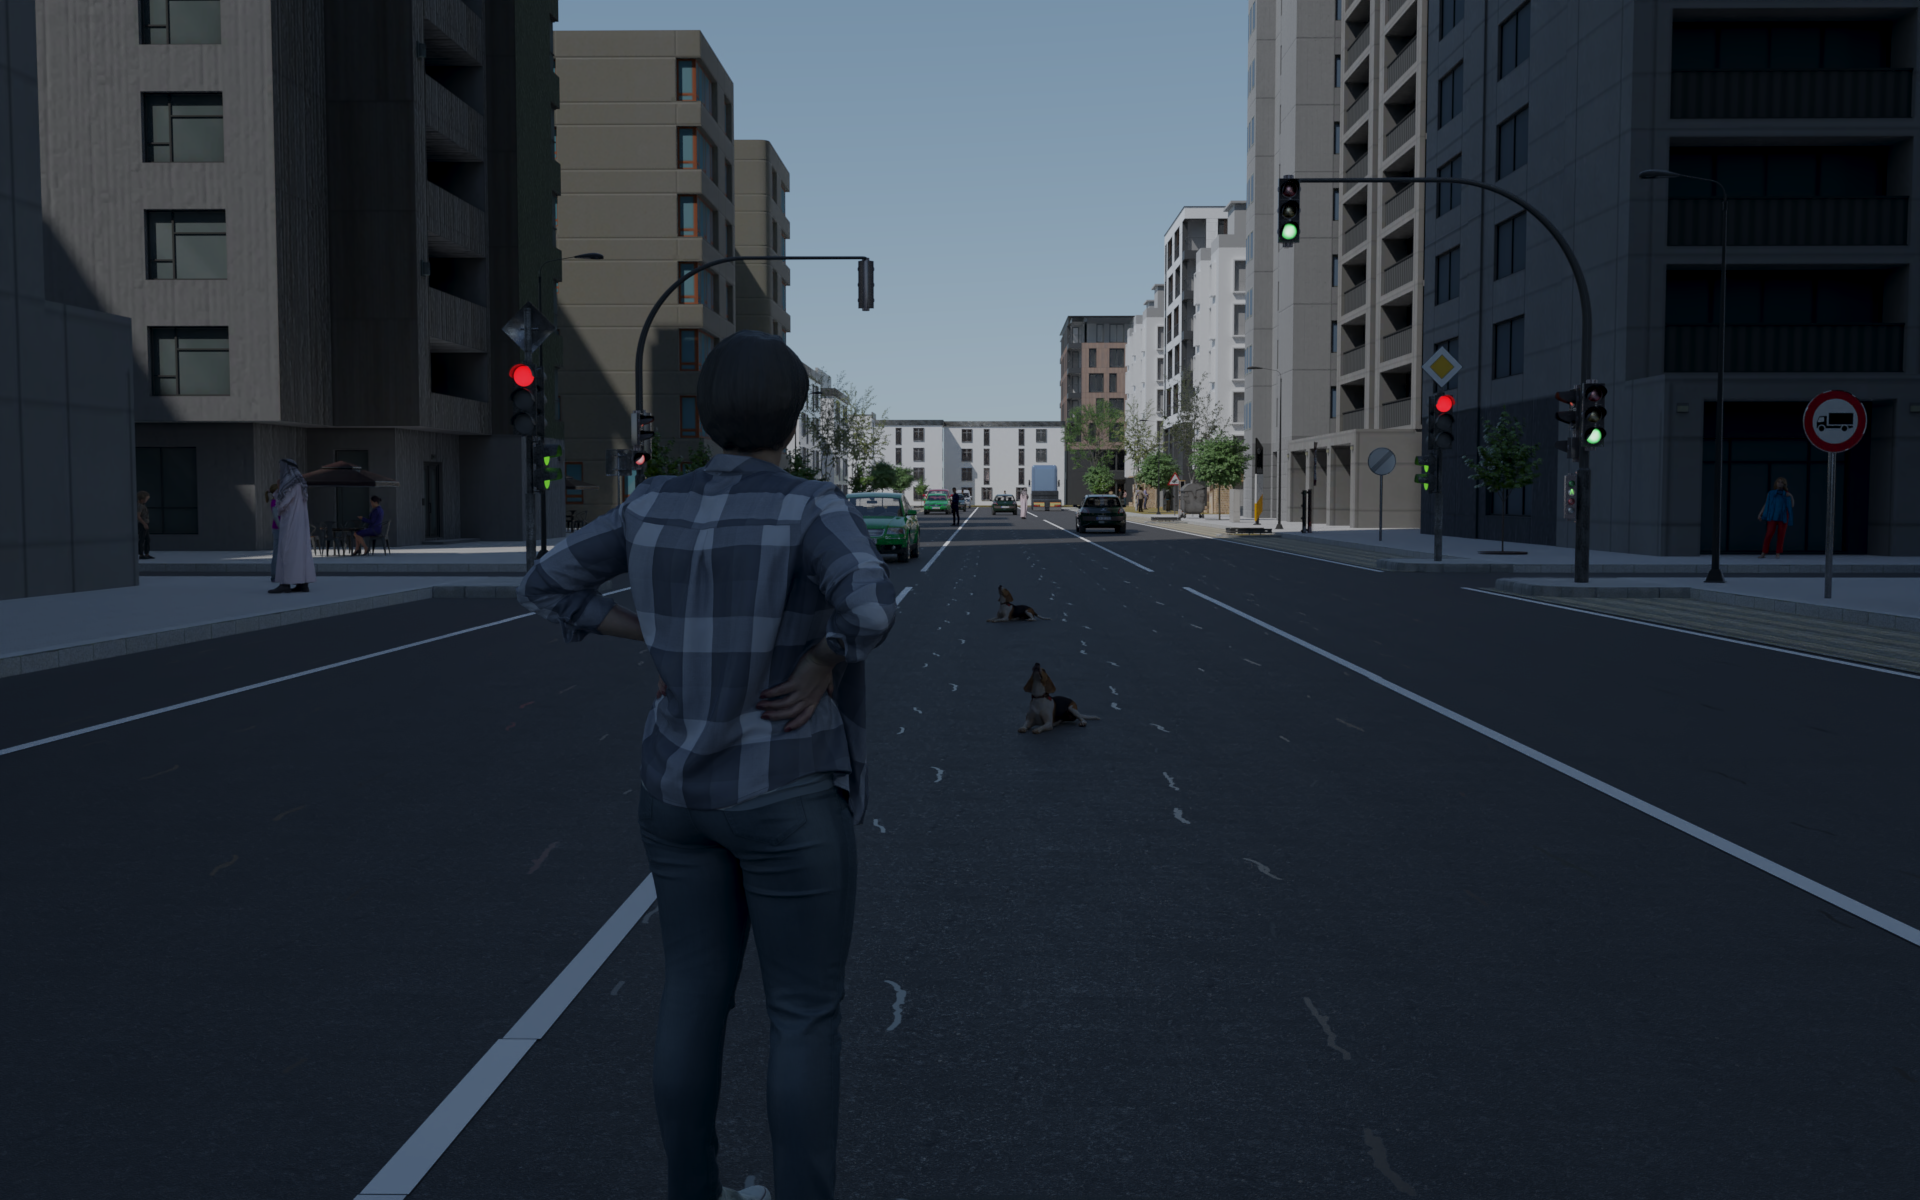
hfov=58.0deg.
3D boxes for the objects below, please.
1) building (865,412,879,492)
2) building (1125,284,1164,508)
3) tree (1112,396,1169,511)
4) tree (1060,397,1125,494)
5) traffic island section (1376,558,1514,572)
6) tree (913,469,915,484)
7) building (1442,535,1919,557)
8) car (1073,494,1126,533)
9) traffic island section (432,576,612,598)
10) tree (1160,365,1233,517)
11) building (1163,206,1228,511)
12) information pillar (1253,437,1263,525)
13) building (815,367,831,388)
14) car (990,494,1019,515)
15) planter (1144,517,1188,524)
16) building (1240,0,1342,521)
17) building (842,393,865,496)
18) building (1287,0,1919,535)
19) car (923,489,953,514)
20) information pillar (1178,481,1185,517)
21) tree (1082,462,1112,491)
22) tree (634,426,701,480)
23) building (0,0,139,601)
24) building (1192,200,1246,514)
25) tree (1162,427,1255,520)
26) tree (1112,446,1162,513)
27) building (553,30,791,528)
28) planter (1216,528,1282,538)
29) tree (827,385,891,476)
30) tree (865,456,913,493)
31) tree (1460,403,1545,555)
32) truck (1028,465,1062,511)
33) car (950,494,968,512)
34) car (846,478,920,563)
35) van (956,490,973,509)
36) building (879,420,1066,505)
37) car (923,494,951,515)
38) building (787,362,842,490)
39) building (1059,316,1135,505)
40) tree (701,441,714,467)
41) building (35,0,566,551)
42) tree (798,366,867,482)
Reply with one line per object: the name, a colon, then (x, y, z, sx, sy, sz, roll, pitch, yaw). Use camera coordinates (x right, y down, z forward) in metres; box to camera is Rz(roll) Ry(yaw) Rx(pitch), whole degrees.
building: (-22.910, -14.417, 177.872, 28.070, 9.664, 9.099, 0, 4, 1)
building: (24.163, -18.653, 161.392, 16.016, 20.091, 11.380, 0, 4, 1)
tree: (13.617, -11.060, 131.201, 4.737, 8.622, 4.395, 0, 3, 0)
tree: (14.329, -15.872, 185.264, 9.928, 11.665, 9.643, 0, 3, 0)
traffic island section: (9.157, -0.662, 33.105, 2.009, 0.180, 2.903, 0, 4, 1)
tree: (-6.132, -11.849, 177.447, 4.285, 4.588, 4.351, 0, 3, 0)
building: (24.856, -37.011, 43.387, 20.611, 71.187, 20.563, 0, 4, 1)
car: (5.218, -3.338, 64.364, 2.009, 1.686, 4.222, 0, 4, 1)
traffic island section: (-6.298, -0.190, 25.386, 2.009, 0.180, 2.903, 0, 4, 1)
tree: (13.209, -9.023, 97.885, 4.360, 8.622, 3.978, 0, 3, 0)
building: (30.080, -18.056, 139.182, 27.936, 21.610, 32.646, 0, 4, 1)
information pillar: (12.402, -4.926, 71.900, 0.183, 3.616, 0.504, 3, 5, 43)
building: (-31.606, -20.642, 203.957, 31.486, 18.905, 16.747, 0, 4, 1)
car: (3.046, -6.679, 118.994, 2.009, 1.686, 4.222, 0, 3, 0)
planter: (10.027, -3.887, 84.700, 1.991, 0.319, 1.994, 0, 4, 1)
building: (26.025, -33.646, 92.109, 21.231, 58.520, 28.212, 0, 4, 1)
building: (-14.138, -12.780, 151.106, 9.099, 9.664, 28.070, 0, 4, 1)
building: (25.115, -38.478, 67.368, 20.563, 71.187, 20.611, 0, 4, 1)
car: (-1.581, -7.283, 127.758, 2.281, 1.827, 5.304, 0, 4, 1)
information pillar: (12.016, -5.465, 93.842, 0.304, 2.012, 0.304, 0, 4, -7)
tree: (13.895, -11.587, 173.167, 4.285, 4.588, 4.351, 0, 3, 0)
tree: (-8.635, -3.321, 48.902, 1.663, 3.219, 1.824, 0, 3, 0)
building: (-21.975, -35.097, 12.084, 20.611, 71.187, 20.563, 0, 4, 1)
building: (24.081, -15.959, 117.356, 16.016, 20.091, 11.380, 0, 4, 1)
tree: (12.863, -6.207, 85.196, 4.285, 4.588, 4.351, 0, 3, 0)
tree: (13.548, -8.194, 117.690, 4.285, 4.588, 4.351, 0, 3, 0)
building: (-23.229, -14.340, 79.492, 27.650, 21.520, 28.899, 0, 4, 1)
planter: (9.579, -2.240, 57.760, 1.991, 0.319, 1.994, 0, 4, 1)
tree: (-6.741, -10.091, 115.349, 4.737, 8.622, 4.395, 0, 3, 0)
tree: (-6.705, -10.020, 147.544, 4.285, 4.588, 4.351, 0, 3, 0)
tree: (11.472, -2.588, 36.920, 1.663, 3.219, 1.824, 0, 3, 0)
truck: (7.625, -10.073, 154.451, 2.967, 4.110, 18.799, 0, 4, 2)
car: (-0.353, -8.010, 140.757, 2.009, 1.686, 4.222, 0, 4, 0)
car: (-1.868, -1.768, 37.696, 1.959, 1.807, 4.718, 0, 4, 3)
van: (0.275, -10.162, 173.167, 2.013, 2.044, 4.112, 0, 4, 0)
building: (-1.899, -15.764, 199.890, 28.070, 9.664, 9.099, 0, 4, 1)
car: (-1.598, -6.895, 121.531, 1.959, 1.807, 4.718, 0, 4, 1)
building: (-14.304, -11.067, 123.087, 9.099, 9.664, 28.070, 0, 4, 1)
building: (28.819, -22.303, 208.621, 32.646, 21.610, 27.936, 0, 4, 1)
tree: (-8.729, -3.858, 57.675, 1.663, 3.219, 1.824, 0, 3, 0)
building: (-18.907, -16.658, 44.064, 14.160, 30.474, 14.107, 0, 4, 1)
tree: (-7.636, -9.209, 100.922, 4.360, 8.622, 3.978, 0, 3, 0)
